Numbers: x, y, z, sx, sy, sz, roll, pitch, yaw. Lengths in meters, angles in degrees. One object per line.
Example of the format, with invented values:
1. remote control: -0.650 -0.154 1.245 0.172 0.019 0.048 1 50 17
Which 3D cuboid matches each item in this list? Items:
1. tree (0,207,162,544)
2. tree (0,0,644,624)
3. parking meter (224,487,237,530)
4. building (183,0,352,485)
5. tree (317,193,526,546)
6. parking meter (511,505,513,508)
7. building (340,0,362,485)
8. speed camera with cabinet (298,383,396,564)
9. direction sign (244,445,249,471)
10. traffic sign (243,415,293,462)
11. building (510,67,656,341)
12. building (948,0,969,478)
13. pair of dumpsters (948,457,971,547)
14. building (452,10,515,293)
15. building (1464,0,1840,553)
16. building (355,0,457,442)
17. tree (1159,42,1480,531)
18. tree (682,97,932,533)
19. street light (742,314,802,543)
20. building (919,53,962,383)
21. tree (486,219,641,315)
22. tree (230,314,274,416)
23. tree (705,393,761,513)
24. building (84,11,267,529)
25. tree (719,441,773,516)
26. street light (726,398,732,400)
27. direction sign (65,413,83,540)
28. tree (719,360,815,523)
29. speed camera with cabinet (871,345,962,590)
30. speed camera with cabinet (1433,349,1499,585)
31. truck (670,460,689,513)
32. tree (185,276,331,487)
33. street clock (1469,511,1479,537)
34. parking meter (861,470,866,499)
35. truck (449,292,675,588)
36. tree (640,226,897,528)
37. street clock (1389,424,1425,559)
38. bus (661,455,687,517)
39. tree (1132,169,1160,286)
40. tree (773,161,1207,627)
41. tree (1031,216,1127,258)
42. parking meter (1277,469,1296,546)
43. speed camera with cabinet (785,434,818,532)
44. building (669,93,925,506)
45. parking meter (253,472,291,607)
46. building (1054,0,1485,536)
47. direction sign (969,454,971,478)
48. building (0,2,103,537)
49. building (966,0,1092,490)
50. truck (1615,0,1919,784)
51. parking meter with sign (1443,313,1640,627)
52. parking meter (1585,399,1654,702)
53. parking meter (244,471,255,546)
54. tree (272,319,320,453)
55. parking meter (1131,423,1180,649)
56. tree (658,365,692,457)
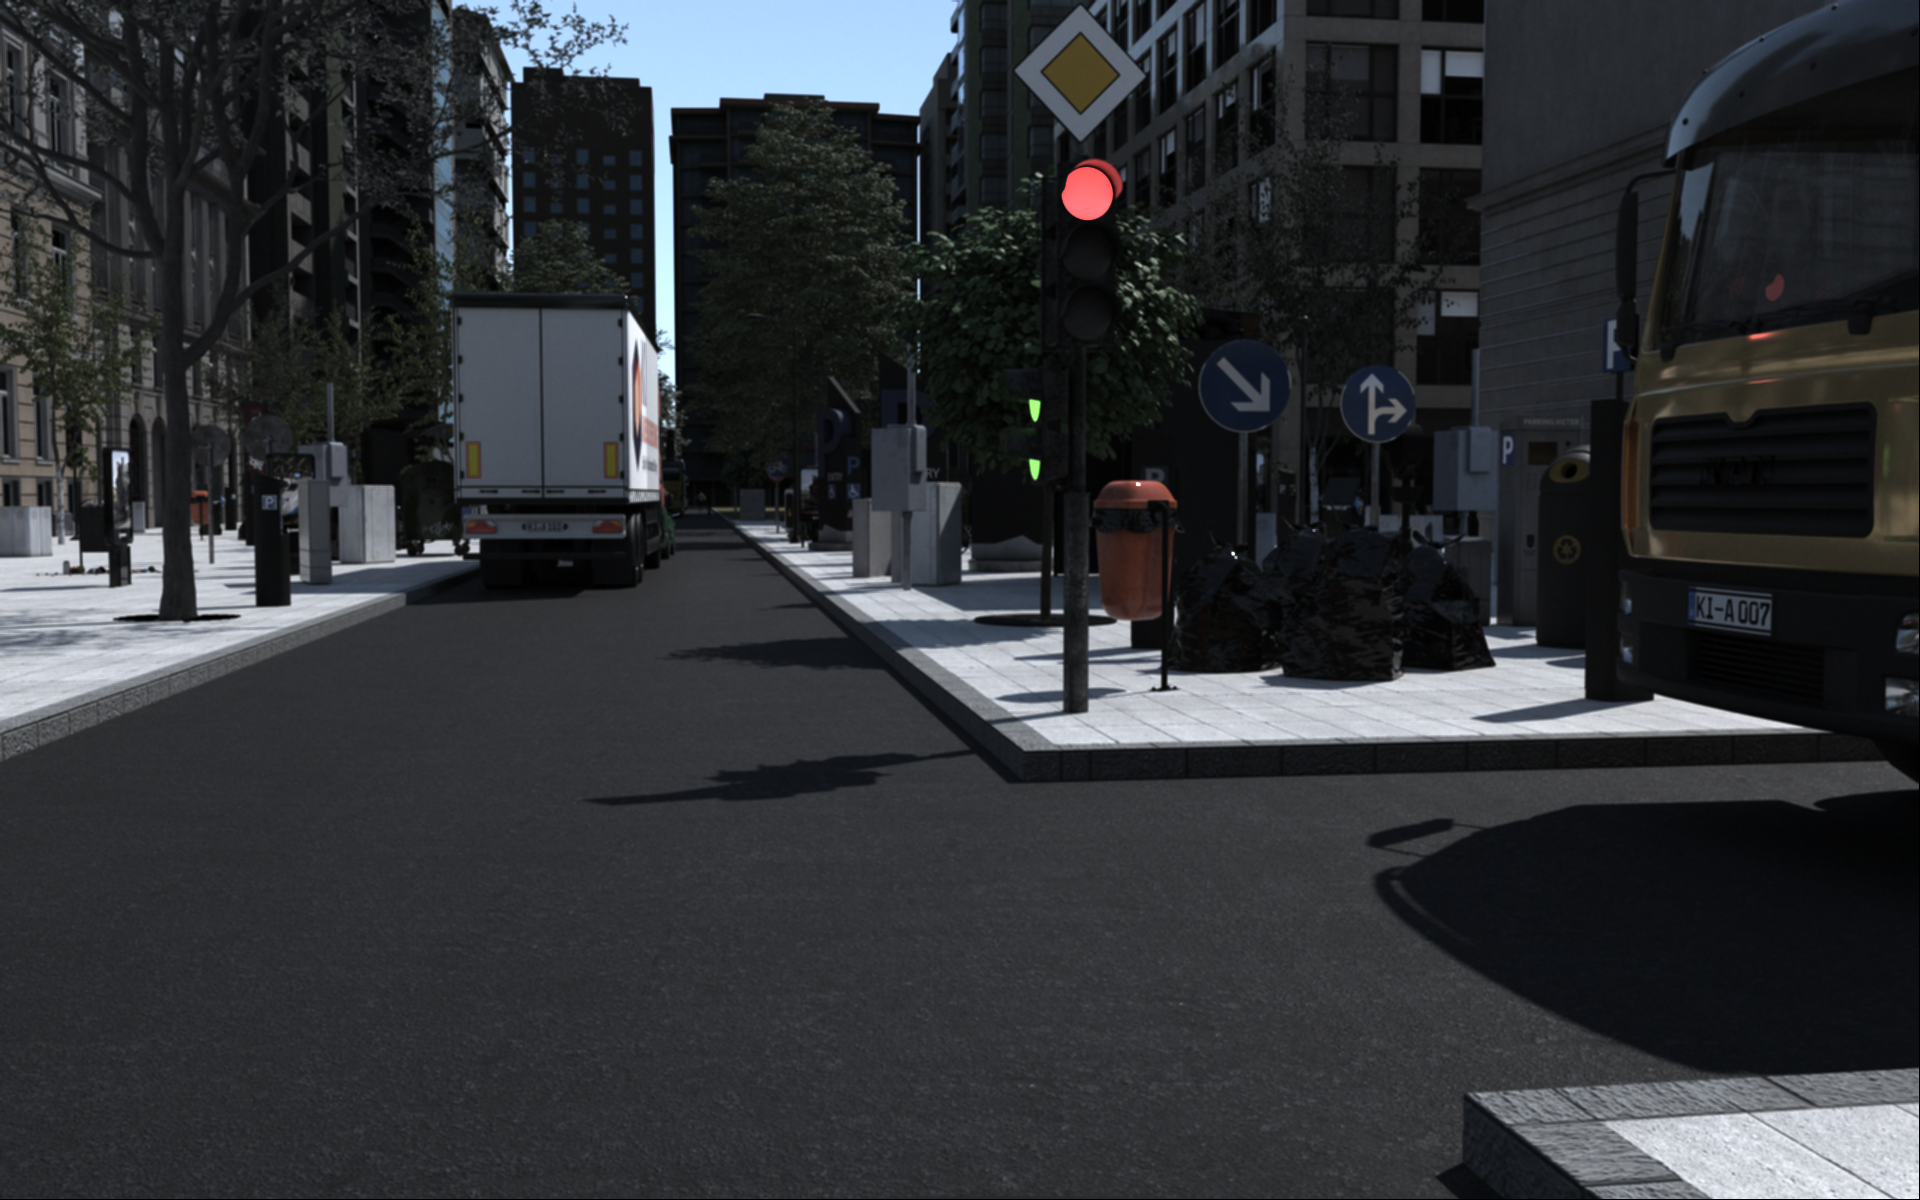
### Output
1. tree: -22.658 -5.722 43.923 4.737 8.622 4.395 0 3 0
2. tree: -7.855 -6.543 17.346 12.009 13.543 11.850 0 3 0
3. parking meter: -25.863 -3.241 61.403 0.372 1.533 0.369 0 3 0
4. building: -39.447 -19.287 87.049 14.160 30.474 14.107 -1 4 -9
5. tree: -12.512 -5.668 43.036 4.737 8.622 4.395 0 3 0
6. parking meter: -17.810 -3.674 68.485 0.372 1.533 0.369 0 3 0
7. building: -45.157 -40.624 102.461 20.563 71.187 20.611 -1 4 -9
8. speed camera with cabinet: -11.163 -2.277 31.567 0.660 3.252 2.038 1 4 18
9. direction sign: -26.544 -4.479 65.228 0.379 3.537 0.876 2 4 32
10. traffic sign: -11.123 -1.698 27.874 0.768 2.556 0.104 0 4 -8
11. building: -39.947 -32.779 186.055 14.200 45.320 14.600 -1 4 -9
12. building: 7.599 -50.121 132.153 22.319 86.520 31.000 -1 4 -9
13. pair of dumpsters: -0.694 -2.524 43.763 1.574 2.255 4.437 -1 4 -9
14. building: -61.576 -36.703 189.327 27.495 52.752 28.713 -1 4 -9
15. building: 23.840 -11.764 34.138 24.055 21.916 13.314 -1 4 -9
16. building: -47.290 -29.604 134.133 14.200 45.320 14.600 -1 4 -9
17. tree: 6.045 -4.792 28.716 4.360 8.622 3.978 0 3 0
18. tree: -4.246 -8.080 50.227 7.486 12.596 7.792 0 3 0
19. street light: -4.822 -4.426 44.913 1.470 5.913 1.316 -1 4 -9
20. building: 6.416 -34.989 195.775 21.600 48.544 21.300 -1 4 -9
21. tree: -16.883 -9.426 72.247 7.486 12.596 7.792 0 3 0
22. tree: -27.613 -7.390 71.181 4.737 8.622 4.395 0 3 0
23. tree: -15.228 -10.211 117.314 4.360 8.622 3.978 0 3 0
24. building: -36.321 -13.739 66.430 13.314 21.916 24.055 -1 4 -9
25. tree: -12.062 -7.295 102.994 4.285 4.588 4.351 0 3 0
26. street light: -10.870 -6.804 83.789 1.470 5.913 1.316 -1 4 -9
27. direction sign: -24.592 -3.433 48.126 0.876 3.537 0.379 3 4 38
28. tree: -8.407 -7.757 77.196 4.737 8.622 4.395 0 3 0
29. speed camera with cabinet: -0.585 -1.805 23.854 0.660 3.252 2.038 1 4 20
30. speed camera with cabinet: 7.593 -1.822 24.134 2.038 3.252 0.660 -1 4 -23
31. truck: -21.819 -8.526 129.163 2.967 4.110 18.799 -1 4 -8
32. tree: -23.205 -6.557 57.573 4.360 8.622 3.978 0 3 0
33. street clock: 10.229 -1.828 34.460 0.471 2.002 0.358 2 4 26
34. parking meter: -2.413 -2.201 41.702 0.255 1.863 0.399 -1 4 -12
35. truck: -6.528 -2.501 29.805 2.839 4.237 11.283 0 4 -7
36. tree: -6.024 -8.553 65.589 9.928 11.665 9.643 0 3 0
37. street clock: 4.639 -0.823 18.030 0.358 2.002 0.471 0 4 -4
38. bus: -18.681 -7.187 109.046 2.896 3.916 12.252 -1 4 -8
39. tree: 5.547 -5.275 36.608 4.360 8.622 3.978 0 3 0
40. tree: 0.785 -2.051 17.241 4.285 4.588 4.351 0 3 0
41. tree: 2.739 -5.771 44.714 4.737 8.622 4.395 0 3 0
42. parking meter: 7.560 -2.102 40.078 0.255 1.863 0.399 -2 4 -35
43. speed camera with cabinet: -5.225 -3.883 57.824 0.660 3.252 2.038 -2 4 -28
44. building: -19.126 -32.904 192.601 28.867 44.769 22.147 -1 4 -9
45. parking meter: -7.889 -0.700 19.858 0.372 1.533 0.369 0 3 0
46. building: 16.724 -16.289 70.835 19.350 26.468 34.151 -1 4 -9
47. direction sign: 0.781 -5.512 82.114 0.876 3.537 0.379 -3 4 -37
48. building: -32.372 -15.818 44.523 13.634 28.700 20.117 -1 4 -9
49. building: 7.214 -26.103 110.382 14.154 41.232 14.086 -1 4 -9
50. truck: 7.115 -0.704 7.435 9.791 3.379 3.469 0 4 -7
51. parking meter with sign: 5.639 -1.262 16.902 1.738 3.016 0.543 0 4 -7
52. parking meter: 4.137 -0.310 10.783 0.399 1.863 0.255 -1 4 -21
53. parking meter: -17.602 -2.293 43.203 0.399 1.863 0.255 -3 5 -41
54. tree: -23.238 -7.101 66.456 4.737 8.622 4.395 0 3 0
55. parking meter: 1.625 -0.530 14.382 0.399 1.863 0.255 0 4 6
56. tree: -27.512 -14.684 146.745 9.857 13.997 8.962 0 3 0
